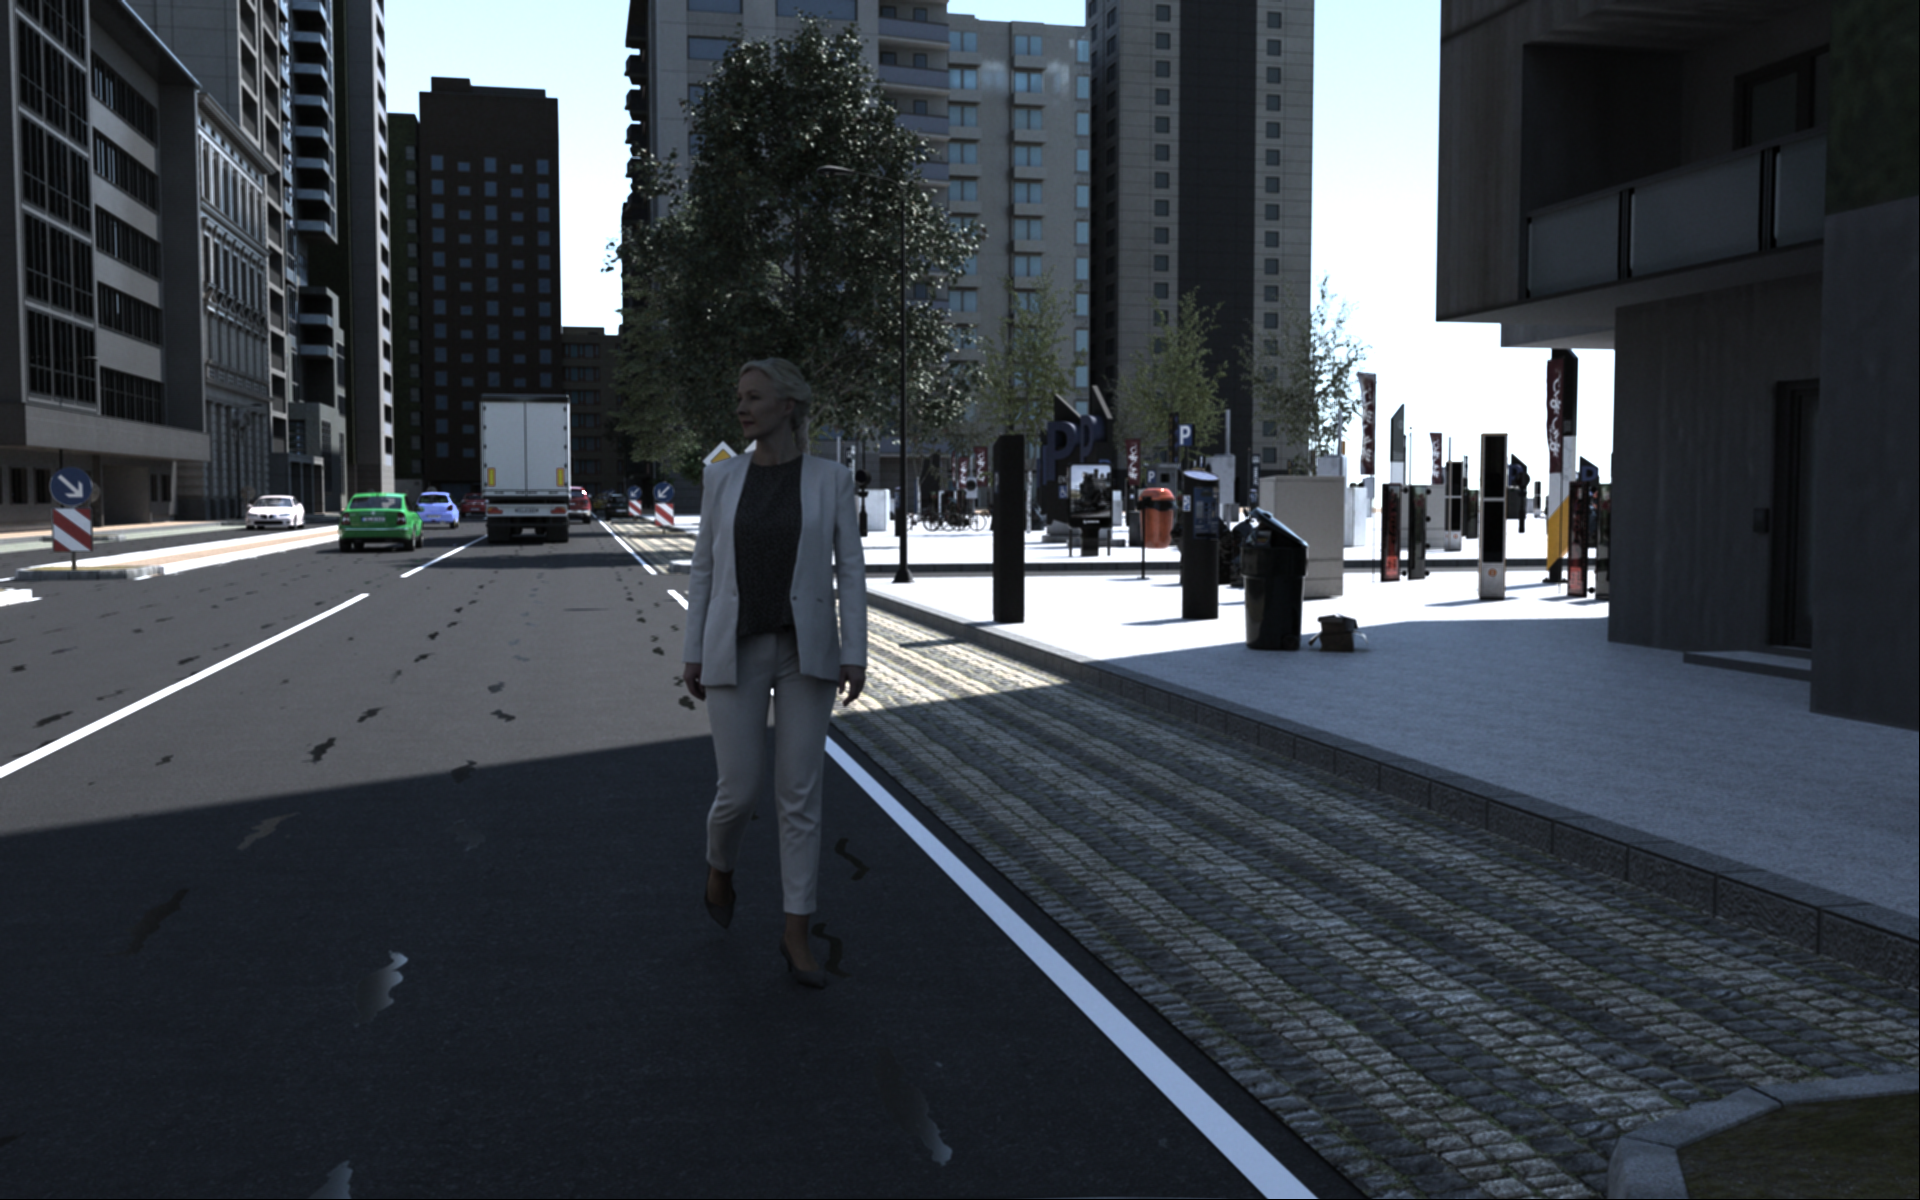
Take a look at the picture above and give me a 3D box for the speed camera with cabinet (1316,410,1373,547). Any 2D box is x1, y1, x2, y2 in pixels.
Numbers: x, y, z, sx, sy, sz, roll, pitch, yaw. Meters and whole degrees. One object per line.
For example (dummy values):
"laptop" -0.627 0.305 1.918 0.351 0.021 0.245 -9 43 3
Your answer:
"speed camera with cabinet" 9.169 -2.890 41.586 0.660 3.252 2.038 2 4 32

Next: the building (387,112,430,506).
"building" -65.243 -30.843 187.872 14.086 41.232 14.154 -1 4 -13

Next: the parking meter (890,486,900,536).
"parking meter" -1.793 -2.698 52.516 0.372 1.533 0.369 0 3 0

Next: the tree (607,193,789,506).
"tree" -9.170 -8.977 64.897 7.486 12.596 7.792 0 3 0

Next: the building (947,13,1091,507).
"building" -1.921 -34.009 175.655 30.456 49.044 23.786 -1 4 -13

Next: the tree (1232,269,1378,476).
"tree" 11.150 -6.475 56.236 4.360 8.622 3.978 0 3 0

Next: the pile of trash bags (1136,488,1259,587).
"pile of trash bags" 3.795 -0.950 25.279 1.912 1.369 3.447 -3 4 -36

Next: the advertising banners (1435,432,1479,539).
"advertising banners" 14.070 -3.246 49.266 2.074 3.025 0.090 -2 4 -30

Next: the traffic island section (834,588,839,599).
"traffic island section" -2.653 -0.145 24.647 2.009 0.180 2.903 -1 4 -13

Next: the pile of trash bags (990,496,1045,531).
"pile of trash bags" 2.664 -3.148 61.230 3.447 1.369 1.912 1 4 12

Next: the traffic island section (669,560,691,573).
"traffic island section" -4.398 -0.621 32.440 2.009 0.180 2.903 -1 4 -13

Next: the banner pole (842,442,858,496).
"banner pole" -5.347 -5.660 82.551 0.863 3.779 0.401 -1 4 -9

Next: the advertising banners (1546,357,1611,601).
"advertising banners" 7.732 -1.553 21.581 0.090 3.025 2.074 0 4 -5

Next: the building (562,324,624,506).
"building" -31.759 -21.913 203.313 28.899 21.520 27.650 -1 4 -13

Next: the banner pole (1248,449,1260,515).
"banner pole" 16.069 -6.423 95.029 0.863 3.779 0.401 0 4 2

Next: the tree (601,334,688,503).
"tree" -17.622 -10.250 101.997 7.601 10.594 8.767 -1 4 -15

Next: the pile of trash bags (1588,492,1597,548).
"pile of trash bags" 16.008 -2.019 42.758 1.912 1.369 3.447 1 4 12

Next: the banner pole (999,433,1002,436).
"banner pole" 1.635 -4.991 71.621 0.401 3.779 0.863 0 4 -4

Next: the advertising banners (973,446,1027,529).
"advertising banners" 1.524 -4.127 63.660 2.074 3.025 0.090 0 4 2

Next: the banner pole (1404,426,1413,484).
"banner pole" 16.475 -4.539 64.229 0.863 3.779 0.401 3 5 40

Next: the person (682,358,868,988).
"person" -0.586 0.187 5.322 0.514 1.842 0.818 -1 4 -20

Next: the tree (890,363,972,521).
"tree" -1.821 -7.815 78.136 4.360 8.622 3.978 0 3 0

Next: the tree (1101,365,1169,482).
"tree" 9.817 -9.061 98.511 4.360 8.622 3.978 0 3 0

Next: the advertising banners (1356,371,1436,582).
"advertising banners" 6.358 -1.789 25.431 0.090 3.025 2.074 3 5 44

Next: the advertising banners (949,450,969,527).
"advertising banners" -0.044 -4.428 68.592 0.090 3.025 2.074 -1 4 -15

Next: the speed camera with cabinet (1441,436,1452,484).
"speed camera with cabinet" 16.312 -4.008 59.860 0.660 3.252 2.038 -1 4 -23

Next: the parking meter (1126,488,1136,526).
"parking meter" 6.771 -3.685 68.655 0.372 1.533 0.369 0 3 0

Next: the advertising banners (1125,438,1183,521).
"advertising banners" 6.145 -3.553 54.272 2.074 3.025 0.090 1 4 23

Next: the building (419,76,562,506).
"building" -51.119 -33.047 190.432 14.200 45.320 14.600 -1 4 -13

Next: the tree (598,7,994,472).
"tree" -3.789 -7.607 41.386 9.611 12.733 9.660 0 3 0

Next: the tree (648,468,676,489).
"tree" -18.632 -7.021 109.398 1.663 3.219 1.824 0 3 0

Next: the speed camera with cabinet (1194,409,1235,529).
"speed camera with cabinet" 6.006 -2.869 41.242 0.660 3.252 2.038 0 4 -6

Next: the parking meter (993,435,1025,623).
"parking meter" 0.487 -0.711 17.342 0.255 1.863 0.399 -1 4 -11

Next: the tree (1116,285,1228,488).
"tree" 7.619 -6.821 61.884 4.737 8.622 4.395 0 3 0

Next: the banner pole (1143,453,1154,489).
"banner pole" 11.615 -7.101 106.122 0.863 3.779 0.401 1 4 21

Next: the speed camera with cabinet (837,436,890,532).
"speed camera with cabinet" -3.459 -3.989 59.549 2.038 3.252 0.660 1 4 12

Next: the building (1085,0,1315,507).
"building" 23.428 -45.506 182.278 20.611 71.187 20.563 -1 4 -13

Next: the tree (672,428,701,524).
"tree" -10.639 -5.501 73.653 4.285 4.588 4.351 0 3 0

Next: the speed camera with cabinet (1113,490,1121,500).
"speed camera with cabinet" 6.249 -5.120 78.045 2.038 3.252 0.660 -2 4 -23

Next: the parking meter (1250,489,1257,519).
"parking meter" 15.314 -5.011 90.346 0.372 1.533 0.369 0 3 0

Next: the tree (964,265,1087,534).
"tree" 2.197 -6.476 56.251 4.737 8.622 4.395 0 3 0

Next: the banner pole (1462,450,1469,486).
"banner pole" 28.819 -6.658 98.880 0.401 3.779 0.863 -1 4 -8

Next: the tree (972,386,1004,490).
"tree" 0.096 -8.940 96.531 4.360 8.622 3.978 0 3 0

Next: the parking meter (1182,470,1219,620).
"parking meter" 2.478 -0.576 17.832 0.372 1.533 0.369 0 3 0

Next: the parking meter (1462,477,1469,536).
"parking meter" 15.281 -2.883 52.848 0.255 1.863 0.399 -3 4 -36

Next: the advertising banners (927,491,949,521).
"advertising banners" -0.542 -5.225 81.609 2.074 3.025 0.090 -1 4 -19

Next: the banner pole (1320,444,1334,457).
"banner pole" 18.425 -5.923 86.857 0.863 3.779 0.401 0 4 5

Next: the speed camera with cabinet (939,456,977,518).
"speed camera with cabinet" -0.108 -5.908 90.938 2.038 3.252 0.660 0 4 1

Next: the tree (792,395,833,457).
"tree" -6.946 -7.835 78.472 4.737 8.622 4.395 0 3 0
